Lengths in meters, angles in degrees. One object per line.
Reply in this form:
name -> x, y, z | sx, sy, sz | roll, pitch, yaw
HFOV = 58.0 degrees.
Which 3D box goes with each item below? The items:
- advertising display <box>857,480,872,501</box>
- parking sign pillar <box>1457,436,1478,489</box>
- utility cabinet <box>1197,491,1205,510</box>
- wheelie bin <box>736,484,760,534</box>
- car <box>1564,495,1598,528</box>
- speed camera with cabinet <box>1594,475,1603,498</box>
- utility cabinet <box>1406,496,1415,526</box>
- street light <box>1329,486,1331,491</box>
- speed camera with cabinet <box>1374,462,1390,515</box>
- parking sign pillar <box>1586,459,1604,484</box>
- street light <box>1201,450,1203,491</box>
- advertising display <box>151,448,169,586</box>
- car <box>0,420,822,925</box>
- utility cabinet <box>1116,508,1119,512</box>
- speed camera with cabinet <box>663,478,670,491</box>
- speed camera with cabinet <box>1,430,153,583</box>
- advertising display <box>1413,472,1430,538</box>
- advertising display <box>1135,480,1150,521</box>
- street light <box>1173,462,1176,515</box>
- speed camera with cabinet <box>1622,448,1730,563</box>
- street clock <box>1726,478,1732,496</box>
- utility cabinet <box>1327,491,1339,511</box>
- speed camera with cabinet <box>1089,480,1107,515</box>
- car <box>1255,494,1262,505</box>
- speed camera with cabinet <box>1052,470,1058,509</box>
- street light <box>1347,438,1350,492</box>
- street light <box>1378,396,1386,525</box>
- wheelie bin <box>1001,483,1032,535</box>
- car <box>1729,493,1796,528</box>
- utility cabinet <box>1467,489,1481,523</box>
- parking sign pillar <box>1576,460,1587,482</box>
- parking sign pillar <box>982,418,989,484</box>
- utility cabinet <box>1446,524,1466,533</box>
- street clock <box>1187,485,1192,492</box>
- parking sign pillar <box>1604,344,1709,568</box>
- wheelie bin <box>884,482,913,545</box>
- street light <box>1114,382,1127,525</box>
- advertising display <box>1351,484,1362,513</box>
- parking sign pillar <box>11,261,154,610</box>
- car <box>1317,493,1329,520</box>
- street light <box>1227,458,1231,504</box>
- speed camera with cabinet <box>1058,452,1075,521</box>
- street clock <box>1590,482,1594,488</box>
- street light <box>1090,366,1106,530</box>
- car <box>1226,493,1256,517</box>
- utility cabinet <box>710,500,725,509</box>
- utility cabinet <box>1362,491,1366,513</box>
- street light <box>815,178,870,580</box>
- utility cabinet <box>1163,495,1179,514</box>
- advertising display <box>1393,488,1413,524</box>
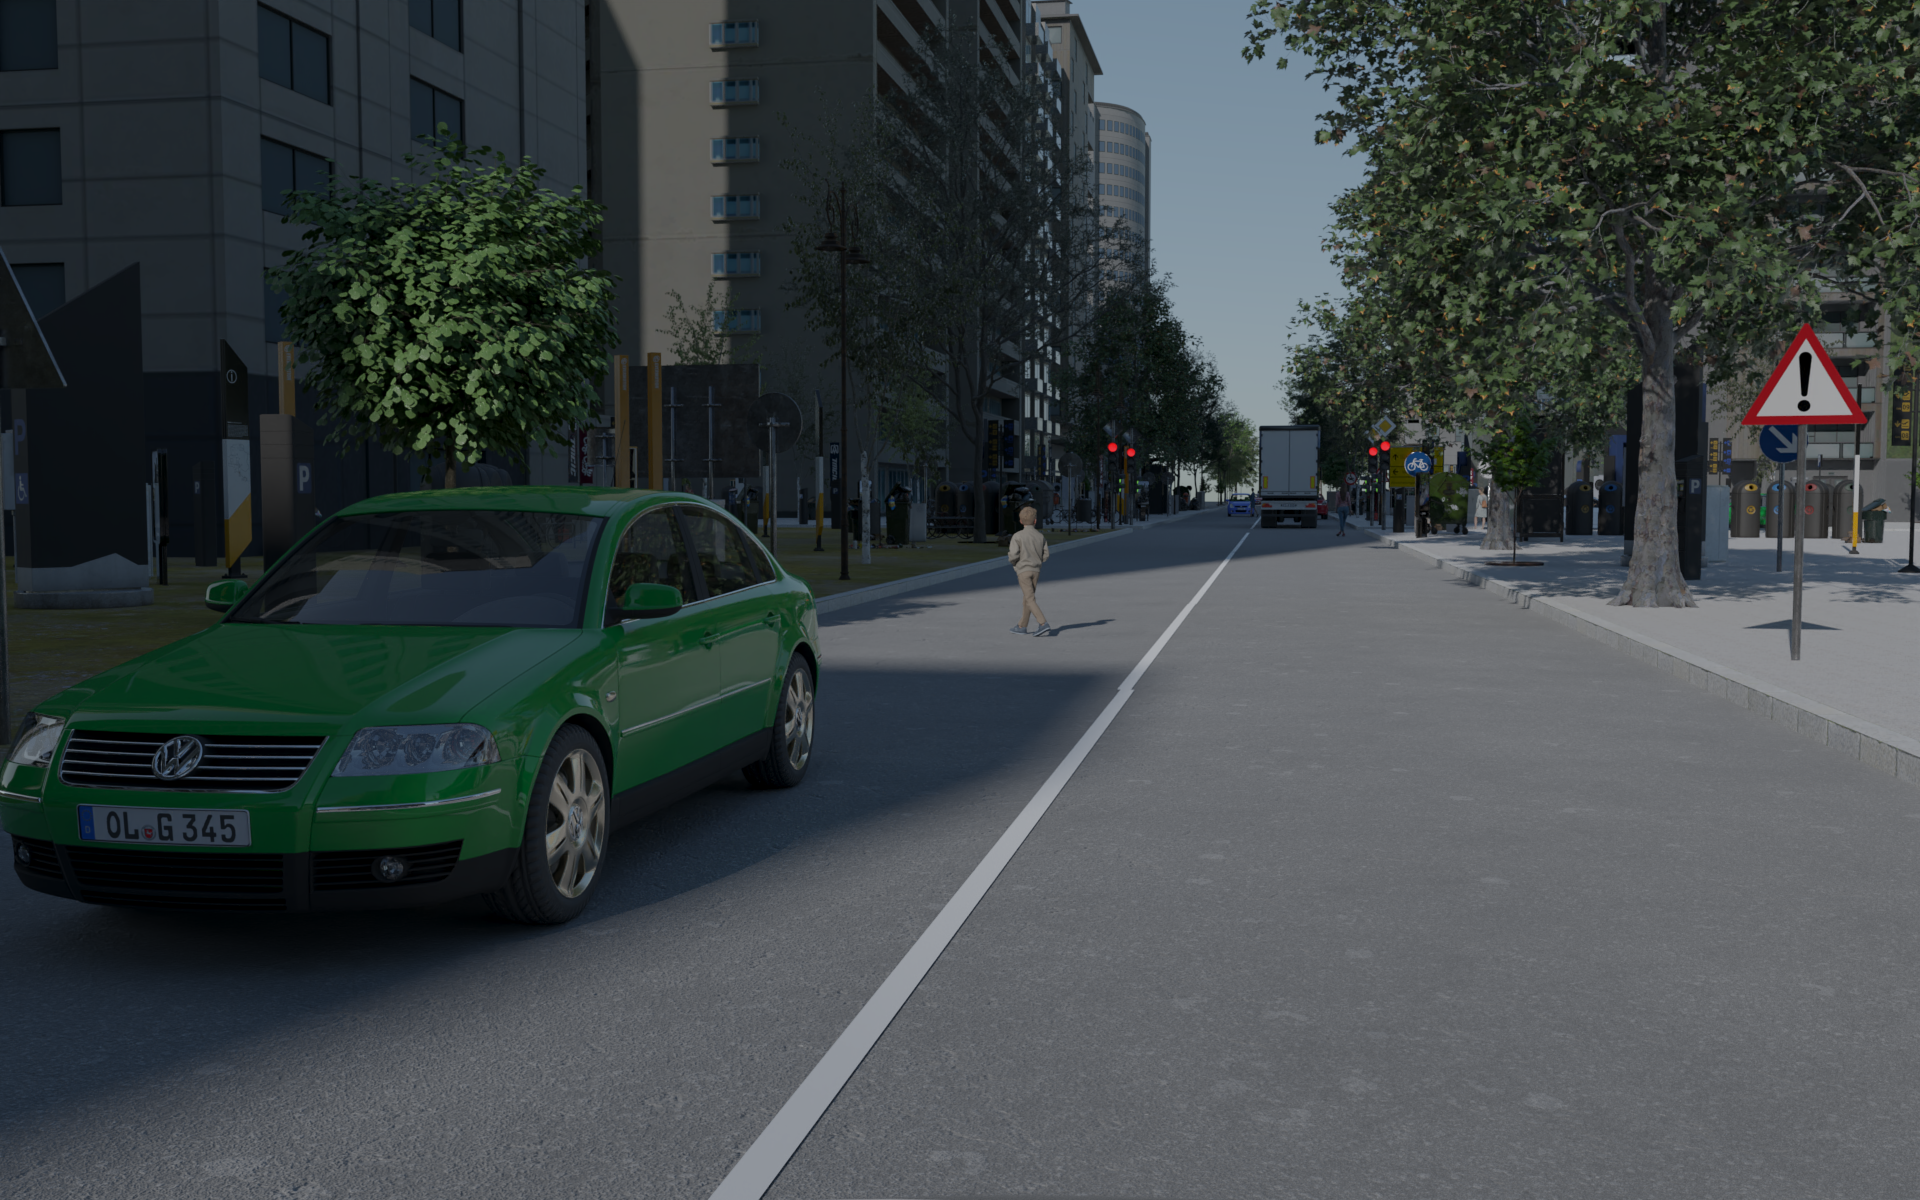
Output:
advertising display -> -4.264, -4.429, 77.620 | 0.123, 1.923, 0.974 | 2, 4, 32
parking sign pillar -> 22.791, -5.495, 78.314 | 1.447, 3.967, 1.447 | 1, 4, 8
utility cabinet -> 19.751, -8.155, 142.012 | 0.318, 1.500, 1.173 | -1, 4, -11
wheelie bin -> -6.827, -2.929, 55.804 | 0.693, 1.594, 0.980 | -1, 4, -23
car -> 23.495, -3.244, 65.045 | 4.499, 1.417, 2.014 | 1, 4, 10
speed camera with cabinet -> 30.682, -5.504, 84.322 | 0.660, 3.252, 2.038 | -3, 4, -37
utility cabinet -> 18.554, -3.593, 69.903 | 1.020, 1.237, 0.306 | 1, 4, 22
street light -> 30.998, -10.556, 145.386 | 0.468, 5.910, 1.993 | 1, 4, 10
speed camera with cabinet -> 26.268, -6.869, 106.643 | 0.660, 3.252, 2.038 | -2, 4, -27
parking sign pillar -> 21.862, -4.203, 57.186 | 1.447, 3.967, 1.447 | -2, 4, -29
street light -> 20.684, -10.701, 147.747 | 0.468, 5.910, 1.993 | 1, 4, 10
advertising display -> -11.344, -1.184, 24.571 | 0.123, 1.923, 0.974 | -2, 4, -30
car -> -1.888, 0.093, 7.277 | 1.959, 1.807, 4.718 | 1, 4, 10
utility cabinet -> 11.516, -6.855, 120.752 | 1.173, 1.500, 0.318 | 0, 4, -1
speed camera with cabinet -> -24.282, -9.320, 146.712 | 2.038, 3.252, 0.660 | -3, 5, -45
speed camera with cabinet -> -13.123, -1.913, 25.606 | 0.660, 3.252, 2.038 | 3, 5, 43
advertising display -> 13.543, -2.784, 50.730 | 0.123, 1.923, 0.974 | 2, 4, 32
advertising display -> 8.577, -4.660, 81.408 | 0.123, 1.923, 0.974 | 3, 5, 42
street light -> 13.429, -8.283, 108.222 | 0.468, 5.910, 1.993 | 1, 4, 10
speed camera with cabinet -> 13.385, -2.325, 32.347 | 2.038, 3.252, 0.660 | -1, 4, -20
street clock -> 35.023, -4.551, 78.984 | 0.358, 2.002, 0.471 | 2, 4, 24
utility cabinet -> 27.545, -7.268, 127.508 | 1.173, 1.500, 0.318 | -2, 4, -28
speed camera with cabinet -> 8.543, -6.918, 107.444 | 0.660, 3.252, 2.038 | 1, 4, 21
car -> 34.365, -11.678, 199.974 | 2.155, 1.783, 4.494 | 1, 4, 10
speed camera with cabinet -> 7.093, -8.885, 139.603 | 2.038, 3.252, 0.660 | -1, 4, -21
street light -> 23.945, -8.206, 106.952 | 0.468, 5.910, 1.993 | 1, 4, 10
street light -> 17.299, -6.015, 71.133 | 0.468, 5.910, 1.993 | 1, 4, 10
wheelie bin -> 1.659, -2.546, 49.537 | 0.980, 1.594, 0.693 | -3, 4, -37
car -> 28.723, -3.329, 63.232 | 4.718, 1.807, 1.959 | 1, 4, 8
utility cabinet -> 22.198, -4.088, 75.521 | 1.173, 1.500, 0.318 | -2, 4, -25
parking sign pillar -> 35.694, -6.776, 99.254 | 1.447, 3.967, 1.447 | 2, 4, 35
parking sign pillar -> 0.783, -4.446, 61.163 | 1.447, 3.967, 1.447 | 0, 4, -1
utility cabinet -> 16.669, -2.873, 58.138 | 0.306, 1.237, 1.020 | 0, 4, -7
street clock -> 19.039, -8.527, 143.979 | 0.471, 2.002, 0.358 | 3, 4, 37
parking sign pillar -> 12.474, -2.575, 30.580 | 1.447, 3.967, 1.447 | -3, 5, -43
wheelie bin -> -1.555, -2.209, 44.023 | 0.693, 1.594, 0.980 | 0, 4, 4
street light -> 6.637, -6.038, 71.509 | 0.468, 5.910, 1.993 | 1, 4, 10
advertising display -> 26.436, -6.777, 116.020 | 0.974, 1.923, 0.123 | 1, 4, 12
parking sign pillar -> -10.069, -1.917, 19.811 | 1.447, 3.967, 1.447 | 3, 5, 41
car -> 20.026, -5.497, 98.910 | 2.155, 1.783, 4.494 | 1, 4, 9
street light -> 35.583, -15.646, 228.592 | 0.468, 5.910, 1.993 | 1, 4, 10
speed camera with cabinet -> 5.119, -5.360, 81.968 | 0.660, 3.252, 2.038 | 0, 4, 5
street clock -> 36.697, -5.893, 100.924 | 0.471, 2.002, 0.358 | -2, 4, -30
street light -> 4.996, -5.490, 62.543 | 0.468, 5.910, 1.993 | 1, 4, 10
car -> 17.955, -6.183, 110.678 | 1.945, 1.707, 3.694 | 1, 4, 9
utility cabinet -> -3.197, -0.522, 19.691 | 1.020, 1.237, 0.306 | 1, 4, 16
utility cabinet -> 29.707, -7.416, 129.930 | 1.173, 1.500, 0.318 | -1, 4, -18
street light -> -1.728, -3.240, 25.768 | 0.468, 5.910, 1.993 | 1, 4, 10
utility cabinet -> 13.849, -6.278, 113.814 | 1.020, 1.237, 0.306 | 0, 4, 0
advertising display -> 18.959, -4.202, 73.919 | 0.974, 1.923, 0.123 | -1, 4, -13
